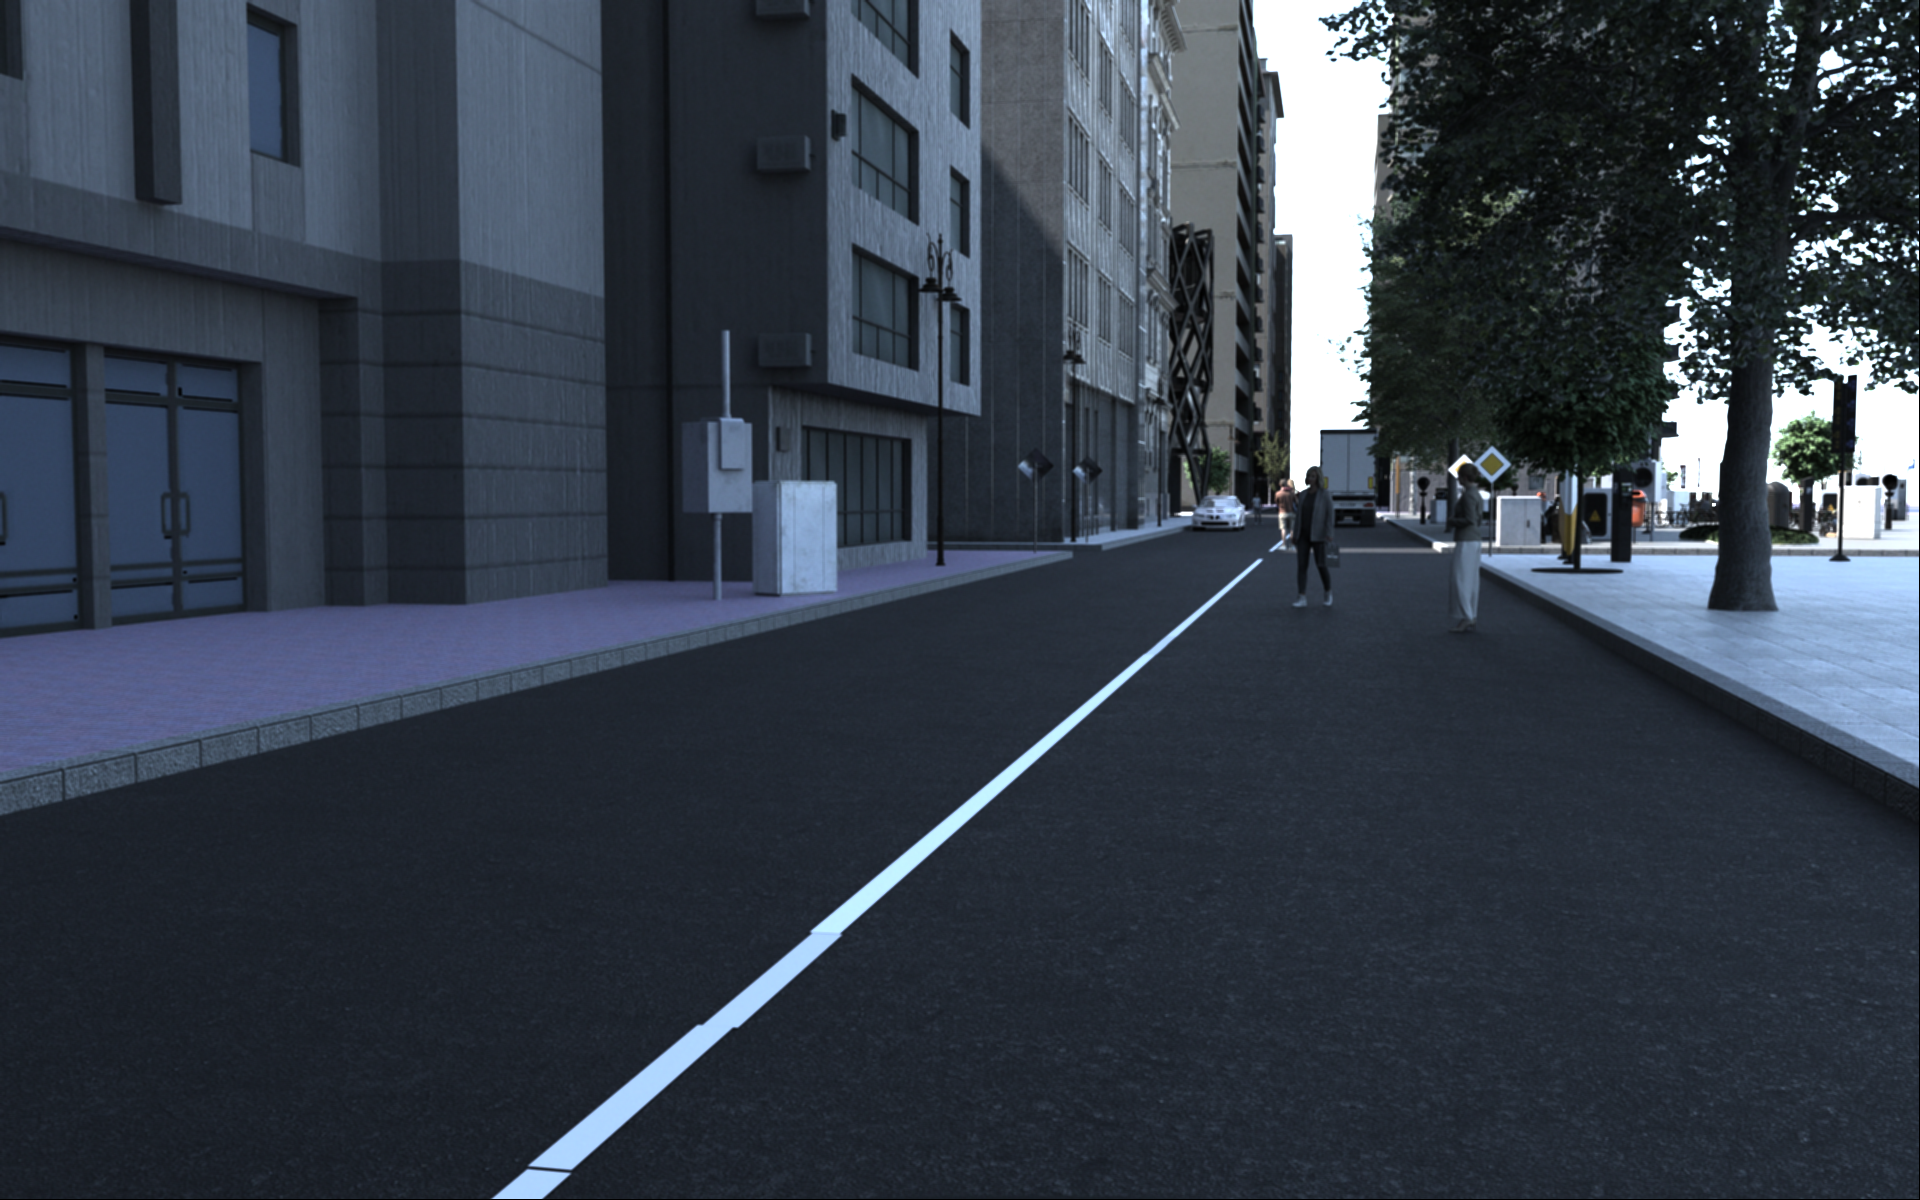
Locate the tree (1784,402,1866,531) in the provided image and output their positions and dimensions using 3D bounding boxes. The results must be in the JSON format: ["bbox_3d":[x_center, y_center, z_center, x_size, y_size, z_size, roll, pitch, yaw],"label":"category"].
[{"bbox_3d":[29.956,-4.735,61.131,4.285,4.588,4.351,0,3,0],"label":"tree"}]

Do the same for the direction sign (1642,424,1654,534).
[{"bbox_3d":[22.312,-3.919,56.079,0.379,3.537,0.876,1,4,8],"label":"direction sign"}]

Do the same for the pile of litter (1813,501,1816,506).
[{"bbox_3d":[53.336,-5.718,107.450,1.719,0.858,1.176,-2,4,-27],"label":"pile of litter"}]

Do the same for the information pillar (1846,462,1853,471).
[{"bbox_3d":[41.498,-5.484,81.019,0.504,3.616,0.183,0,4,5],"label":"information pillar"}]

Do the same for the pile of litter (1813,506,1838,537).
[{"bbox_3d":[26.649,-2.331,52.085,1.719,0.858,1.176,0,4,4],"label":"pile of litter"}]

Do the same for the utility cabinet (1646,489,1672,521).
[{"bbox_3d":[33.126,-4.489,82.080,0.318,1.500,1.173,-2,4,-32],"label":"utility cabinet"}]

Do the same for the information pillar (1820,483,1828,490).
[{"bbox_3d":[55.486,-6.531,111.274,0.304,2.012,0.304,-2,4,-28],"label":"information pillar"}]

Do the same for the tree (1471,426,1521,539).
[{"bbox_3d":[15.112,-3.350,49.371,1.663,3.219,1.824,0,3,0],"label":"tree"}]

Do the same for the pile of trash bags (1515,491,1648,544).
[{"bbox_3d":[15.961,-2.147,44.859,3.447,1.369,1.912,2,4,24],"label":"pile of trash bags"}]

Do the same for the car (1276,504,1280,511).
[{"bbox_3d":[28.037,-8.492,148.436,1.945,1.707,3.694,1,4,14],"label":"car"}]

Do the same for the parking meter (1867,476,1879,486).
[{"bbox_3d":[29.868,-3.118,56.698,0.255,1.863,0.399,0,4,5],"label":"parking meter"}]

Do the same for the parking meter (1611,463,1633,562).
[{"bbox_3d":[12.493,-1.650,32.683,0.255,1.863,0.399,0,4,-3],"label":"parking meter"}]

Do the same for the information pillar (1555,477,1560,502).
[{"bbox_3d":[25.735,-4.269,74.290,0.304,2.012,0.304,3,5,44],"label":"information pillar"}]

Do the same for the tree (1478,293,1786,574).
[{"bbox_3d":[10.130,-2.738,28.479,4.285,4.588,4.351,0,3,0],"label":"tree"}]

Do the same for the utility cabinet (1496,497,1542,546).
[{"bbox_3d":[13.806,-1.934,42.787,1.020,1.237,0.306,0,4,0],"label":"utility cabinet"}]

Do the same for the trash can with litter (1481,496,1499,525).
[{"bbox_3d":[21.777,-3.716,71.822,2.233,1.210,1.678,1,4,12],"label":"trash can with litter"}]

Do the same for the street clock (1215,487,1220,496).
[{"bbox_3d":[16.563,-6.534,111.402,0.358,2.002,0.471,1,4,13],"label":"street clock"}]

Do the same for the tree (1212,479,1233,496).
[{"bbox_3d":[17.777,-7.549,118.022,1.663,3.219,1.824,0,3,0],"label":"tree"}]

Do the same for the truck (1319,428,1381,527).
[{"bbox_3d":[17.881,-5.536,79.431,2.839,4.237,11.283,1,4,13],"label":"truck"}]

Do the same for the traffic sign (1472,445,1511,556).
[{"bbox_3d":[10.911,-1.954,35.583,0.795,2.450,0.064,1,4,12],"label":"traffic sign"}]

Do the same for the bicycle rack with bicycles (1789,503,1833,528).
[{"bbox_3d":[35.135,-3.601,72.263,2.852,0.926,2.925,1,4,22],"label":"bicycle rack with bicycles"}]

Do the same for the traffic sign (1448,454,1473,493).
[{"bbox_3d":[12.611,-2.431,43.386,0.795,2.450,0.064,1,4,12],"label":"traffic sign"}]

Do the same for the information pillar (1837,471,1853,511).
[{"bbox_3d":[28.442,-3.131,55.685,0.304,2.012,0.304,-1,4,-15],"label":"information pillar"}]

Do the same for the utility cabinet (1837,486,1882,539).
[{"bbox_3d":[25.756,-2.504,49.619,0.318,1.500,1.173,-2,4,-26],"label":"utility cabinet"}]

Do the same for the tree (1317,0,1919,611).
[{"bbox_3d":[8.813,-6.866,18.914,9.857,13.997,8.962,0,3,0],"label":"tree"}]

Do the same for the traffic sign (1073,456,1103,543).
[{"bbox_3d":[3.338,-2.555,45.420,0.795,2.450,0.064,1,4,12],"label":"traffic sign"}]

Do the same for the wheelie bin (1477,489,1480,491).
[{"bbox_3d":[33.972,-6.521,114.521,0.980,1.594,0.693,0,4,6],"label":"wheelie bin"}]

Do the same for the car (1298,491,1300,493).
[{"bbox_3d":[40.305,-11.852,202.447,2.281,1.827,5.304,1,4,11],"label":"car"}]

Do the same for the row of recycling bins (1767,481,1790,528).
[{"bbox_3d":[26.310,-3.057,57.099,1.069,1.692,3.534,0,4,5],"label":"row of recycling bins"}]

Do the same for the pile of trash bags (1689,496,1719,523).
[{"bbox_3d":[37.960,-4.705,86.672,3.447,1.369,1.912,2,4,23],"label":"pile of trash bags"}]

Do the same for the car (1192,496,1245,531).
[{"bbox_3d":[10.290,-3.445,68.693,2.083,1.381,4.827,1,4,13],"label":"car"}]

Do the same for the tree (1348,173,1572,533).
[{"bbox_3d":[16.792,-8.506,57.203,7.486,12.596,7.792,0,3,0],"label":"tree"}]

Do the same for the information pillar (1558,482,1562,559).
[{"bbox_3d":[11.880,-2.608,33.990,0.183,3.616,0.504,0,4,6],"label":"information pillar"}]

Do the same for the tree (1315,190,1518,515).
[{"bbox_3d":[28.013,-15.216,104.677,12.611,20.169,13.585,0,3,0],"label":"tree"}]

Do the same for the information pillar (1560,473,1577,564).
[{"bbox_3d":[11.261,-2.468,31.712,0.183,3.616,0.504,3,5,40],"label":"information pillar"}]

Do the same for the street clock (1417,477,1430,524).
[{"bbox_3d":[19.640,-4.212,73.431,0.471,2.002,0.358,0,4,4],"label":"street clock"}]

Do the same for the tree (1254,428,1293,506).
[{"bbox_3d":[34.933,-14.894,193.879,4.737,8.622,4.395,0,3,0],"label":"tree"}]

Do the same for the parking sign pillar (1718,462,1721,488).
[{"bbox_3d":[44.838,-6.865,100.709,1.447,3.967,1.447,-3,5,-41],"label":"parking sign pillar"}]

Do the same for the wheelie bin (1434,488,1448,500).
[{"bbox_3d":[24.950,-4.998,89.627,0.980,1.594,0.693,2,4,34],"label":"wheelie bin"}]

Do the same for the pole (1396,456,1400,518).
[{"bbox_3d":[23.350,-6.024,92.343,0.158,3.312,0.155,0,3,0],"label":"pole"}]

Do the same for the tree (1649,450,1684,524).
[{"bbox_3d":[30.650,-4.972,75.893,1.663,3.219,1.824,0,3,0],"label":"tree"}]

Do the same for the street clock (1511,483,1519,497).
[{"bbox_3d":[36.516,-6.700,114.111,0.471,2.002,0.358,0,4,0],"label":"street clock"}]

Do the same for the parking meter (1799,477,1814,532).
[{"bbox_3d":[28.552,-3.226,58.450,0.399,1.863,0.255,-1,4,-9],"label":"parking meter"}]

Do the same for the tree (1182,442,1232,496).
[{"bbox_3d":[15.384,-7.557,107.266,4.285,4.588,4.351,0,3,0],"label":"tree"}]

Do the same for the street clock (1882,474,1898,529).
[{"bbox_3d":[33.771,-3.571,62.954,0.471,2.002,0.358,1,4,12],"label":"street clock"}]

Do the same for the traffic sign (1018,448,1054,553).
[{"bbox_3d":[1.638,-2.078,37.617,0.795,2.450,0.064,1,4,12],"label":"traffic sign"}]

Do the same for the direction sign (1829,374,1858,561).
[{"bbox_3d":[16.854,-2.512,33.072,0.379,3.537,0.876,0,4,1],"label":"direction sign"}]

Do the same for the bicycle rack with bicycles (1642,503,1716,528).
[{"bbox_3d":[27.488,-3.217,65.981,2.852,0.926,2.925,-2,4,-27],"label":"bicycle rack with bicycles"}]
